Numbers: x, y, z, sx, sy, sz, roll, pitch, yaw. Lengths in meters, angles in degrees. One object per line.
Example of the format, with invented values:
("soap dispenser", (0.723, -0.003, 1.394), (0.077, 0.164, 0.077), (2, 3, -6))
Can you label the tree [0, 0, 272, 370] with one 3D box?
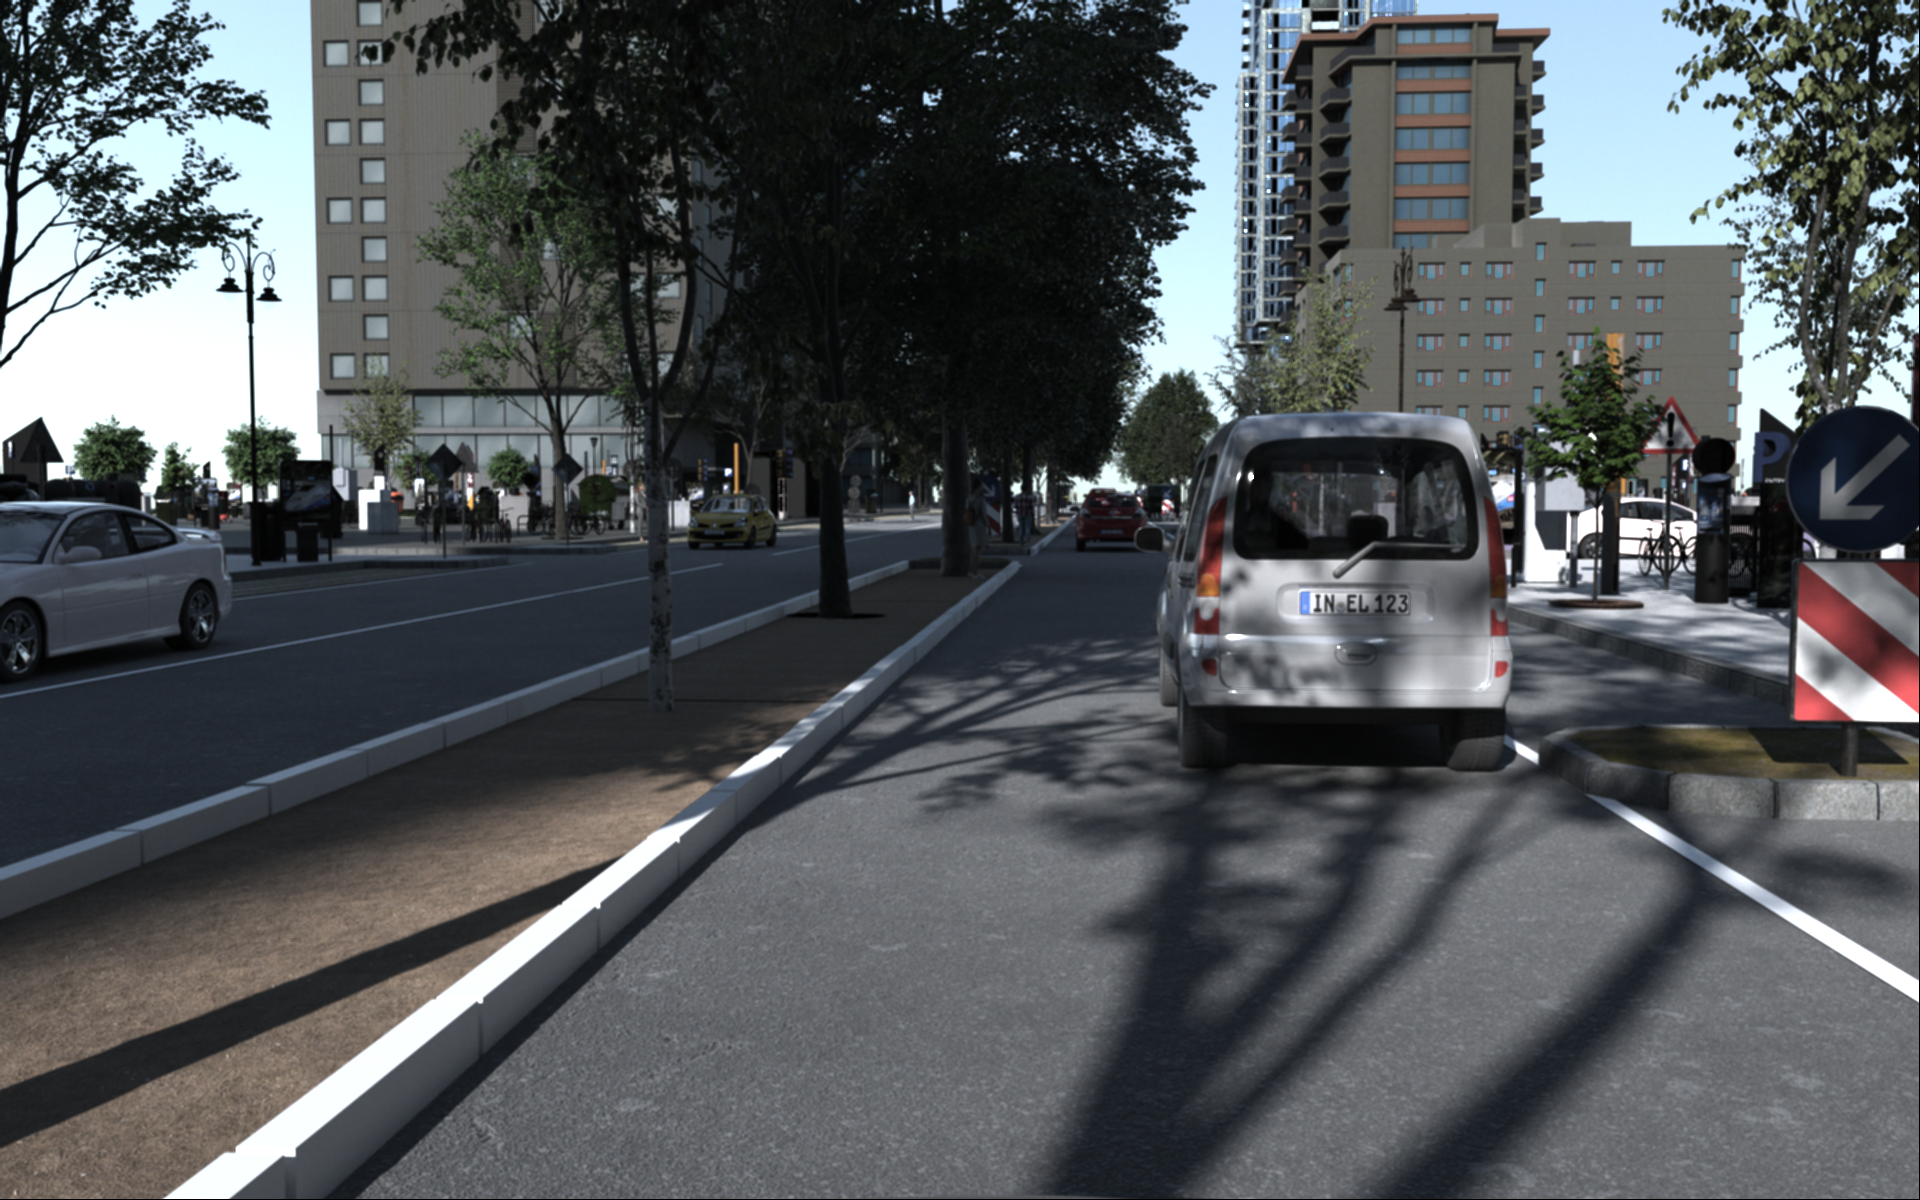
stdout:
("tree", (-13.405, -5.970, 23.366), (9.928, 11.665, 9.643), (0, 3, 0))

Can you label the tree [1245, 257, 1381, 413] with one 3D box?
("tree", (11.294, -6.361, 54.370), (4.737, 8.622, 4.395), (0, 3, 0))

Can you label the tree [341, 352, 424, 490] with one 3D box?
("tree", (-29.306, -8.454, 88.582), (4.737, 8.622, 4.395), (0, 3, 0))

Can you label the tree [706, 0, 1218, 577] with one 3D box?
("tree", (-0.013, -7.371, 29.621), (9.857, 13.997, 8.962), (0, 3, 0))

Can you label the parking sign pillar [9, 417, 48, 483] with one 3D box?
("parking sign pillar", (-32.564, -4.396, 60.351), (1.447, 3.967, 1.447), (-1, 4, -8))

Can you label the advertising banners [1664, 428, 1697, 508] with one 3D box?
("advertising banners", (18.824, -3.000, 45.232), (0.090, 3.025, 2.074), (3, 5, 43))

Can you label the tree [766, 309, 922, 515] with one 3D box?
("tree", (-7.412, -12.054, 107.446), (12.009, 13.543, 11.850), (0, 3, 0))

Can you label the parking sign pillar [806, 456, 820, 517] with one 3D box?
("parking sign pillar", (-8.224, -6.757, 98.944), (1.447, 3.967, 1.447), (0, 4, -3))

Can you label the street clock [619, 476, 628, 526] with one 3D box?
("street clock", (-13.245, -3.862, 67.721), (0.471, 2.002, 0.358), (-2, 4, -25))

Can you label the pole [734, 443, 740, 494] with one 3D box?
("pole", (-8.951, -4.629, 69.531), (0.158, 3.312, 0.155), (0, 3, 0))

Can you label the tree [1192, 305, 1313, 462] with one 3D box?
("tree", (11.761, -7.215, 68.325), (4.360, 8.622, 3.978), (0, 3, 0))

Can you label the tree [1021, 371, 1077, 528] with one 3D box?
("tree", (3.343, -7.363, 73.209), (4.360, 8.622, 3.978), (0, 3, 0))

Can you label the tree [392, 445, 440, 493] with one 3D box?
("tree", (-36.379, -8.111, 116.327), (4.285, 4.588, 4.351), (0, 3, 0))

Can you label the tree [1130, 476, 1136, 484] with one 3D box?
("tree", (20.964, -14.497, 187.392), (4.360, 8.622, 3.978), (0, 3, 0))

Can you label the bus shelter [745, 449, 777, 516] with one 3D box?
("bus shelter", (-10.061, -6.225, 93.056), (1.731, 3.624, 6.357), (0, 4, 5))

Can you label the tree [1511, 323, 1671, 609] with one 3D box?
("tree", (7.130, -1.537, 19.736), (1.663, 3.219, 1.824), (0, 3, 0))

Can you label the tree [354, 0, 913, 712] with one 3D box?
("tree", (-1.971, -3.552, 10.900), (4.360, 8.622, 3.978), (0, 3, 0))

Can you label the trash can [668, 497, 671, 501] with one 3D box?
("trash can", (-12.655, -3.861, 74.774), (0.748, 1.137, 0.748), (0, 3, 0))

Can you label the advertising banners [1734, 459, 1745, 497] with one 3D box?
("advertising banners", (38.252, -5.434, 85.041), (0.090, 3.025, 2.074), (3, 4, 36))

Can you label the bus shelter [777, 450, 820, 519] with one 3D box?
("bus shelter", (-8.244, -6.228, 93.108), (1.731, 3.624, 6.357), (0, 4, 5))

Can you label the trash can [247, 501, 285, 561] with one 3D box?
("trash can", (-13.267, -1.317, 33.192), (0.748, 1.137, 0.748), (0, 3, 0))

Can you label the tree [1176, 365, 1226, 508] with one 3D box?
("tree", (19.475, -14.512, 154.286), (9.611, 12.733, 9.660), (0, 3, 0))

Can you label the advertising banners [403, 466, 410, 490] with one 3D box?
("advertising banners", (-33.969, -6.901, 109.024), (2.074, 3.025, 0.090), (-2, 4, -32))

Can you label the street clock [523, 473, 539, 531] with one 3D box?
("street clock", (-14.788, -3.374, 59.743), (0.471, 2.002, 0.358), (1, 4, 15))

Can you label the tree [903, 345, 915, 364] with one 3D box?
("tree", (0.369, -19.629, 176.823), (12.611, 20.169, 13.585), (0, 3, 0))

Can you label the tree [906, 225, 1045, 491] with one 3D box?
("tree", (0.593, -5.520, 43.074), (4.737, 8.622, 4.395), (0, 3, 0))

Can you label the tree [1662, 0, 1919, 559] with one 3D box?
("tree", (7.531, -3.912, 14.325), (4.737, 8.622, 4.395), (0, 3, 0))

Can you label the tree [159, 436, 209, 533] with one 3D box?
("tree", (-26.249, -3.866, 57.815), (1.663, 3.219, 1.824), (0, 3, 0))

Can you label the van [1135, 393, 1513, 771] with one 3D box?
("van", (2.070, -0.205, 10.366), (2.013, 2.044, 4.112), (0, 4, 4))

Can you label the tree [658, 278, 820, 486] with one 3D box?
("tree", (-9.356, -8.637, 75.628), (8.767, 10.594, 7.601), (0, 4, -4))

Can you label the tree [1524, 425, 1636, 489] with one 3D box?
("tree", (24.475, -5.285, 70.122), (4.285, 4.588, 4.351), (0, 3, 0))

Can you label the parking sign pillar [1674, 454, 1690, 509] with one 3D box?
("parking sign pillar", (45.822, -7.442, 110.151), (1.447, 3.967, 1.447), (-1, 4, -20))

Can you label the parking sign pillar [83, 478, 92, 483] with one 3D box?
("parking sign pillar", (-36.917, -5.222, 73.857), (1.447, 3.967, 1.447), (0, 4, -4))

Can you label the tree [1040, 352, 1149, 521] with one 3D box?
("tree", (4.888, -11.014, 92.901), (12.009, 13.543, 11.850), (0, 3, 0))

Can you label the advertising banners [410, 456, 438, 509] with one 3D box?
("advertising banners", (-24.816, -5.155, 80.471), (0.090, 3.025, 2.074), (1, 4, 12))

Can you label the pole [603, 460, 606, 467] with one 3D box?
("pole", (-21.210, -6.696, 103.315), (0.158, 3.312, 0.155), (0, 3, 0))

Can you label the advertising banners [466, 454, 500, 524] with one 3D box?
("advertising banners", (-20.801, -4.847, 75.440), (2.074, 3.025, 0.090), (2, 4, 31))

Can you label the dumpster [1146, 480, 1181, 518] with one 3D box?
("dumpster", (11.720, -5.790, 99.621), (1.985, 2.255, 1.502), (0, 4, 4))

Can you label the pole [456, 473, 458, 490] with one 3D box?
("pole", (-32.769, -7.279, 112.860), (0.158, 3.312, 0.155), (0, 3, 0))

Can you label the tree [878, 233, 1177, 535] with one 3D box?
("tree", (2.355, -8.604, 60.132), (9.611, 12.733, 9.660), (0, 3, 0))

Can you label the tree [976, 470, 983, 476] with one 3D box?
("tree", (2.012, -14.300, 217.518), (4.285, 4.588, 4.351), (0, 3, 0))

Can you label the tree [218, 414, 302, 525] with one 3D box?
("tree", (-28.792, -5.356, 71.285), (4.285, 4.588, 4.351), (0, 3, 0))

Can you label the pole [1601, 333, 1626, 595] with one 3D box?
("pole", (8.326, -1.728, 22.095), (0.158, 3.312, 0.155), (0, 3, 0))

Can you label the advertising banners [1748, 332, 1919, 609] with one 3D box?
("advertising banners", (9.849, -1.398, 19.047), (2.074, 3.025, 0.090), (2, 4, 25))

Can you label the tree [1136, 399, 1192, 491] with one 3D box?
("tree", (16.583, -11.207, 133.589), (4.360, 8.622, 3.978), (0, 3, 0))

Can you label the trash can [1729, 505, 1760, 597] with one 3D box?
("trash can", (9.679, -0.616, 21.720), (0.748, 1.137, 0.748), (0, 3, 0))

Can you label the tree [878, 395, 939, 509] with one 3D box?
("tree", (-3.296, -13.090, 148.431), (8.767, 10.594, 7.601), (1, 4, 16))

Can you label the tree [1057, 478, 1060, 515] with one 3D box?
("tree", (6.327, -10.782, 113.158), (8.767, 10.594, 7.601), (0, 4, 5))

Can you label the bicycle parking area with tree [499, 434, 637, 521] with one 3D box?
("bicycle parking area with tree", (-18.844, -6.016, 85.359), (9.016, 4.147, 8.231), (1, 4, 23))

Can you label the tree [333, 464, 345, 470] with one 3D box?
("tree", (-36.863, -6.571, 102.043), (1.663, 3.219, 1.824), (0, 3, 0))

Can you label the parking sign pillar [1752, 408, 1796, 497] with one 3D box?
("parking sign pillar", (25.371, -4.002, 53.910), (1.447, 3.967, 1.447), (-2, 4, -28))

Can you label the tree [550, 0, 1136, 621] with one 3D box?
("tree", (-1.547, -5.602, 19.811), (9.928, 11.665, 9.643), (0, 3, 0))

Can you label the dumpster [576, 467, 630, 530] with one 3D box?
("dumpster", (-12.795, -3.644, 62.069), (1.502, 2.255, 1.985), (0, 4, 5))

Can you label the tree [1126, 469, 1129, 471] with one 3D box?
("tree", (27.837, -19.586, 270.599), (4.360, 8.622, 3.978), (0, 3, 0))

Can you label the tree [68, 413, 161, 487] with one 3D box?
("tree", (-34.447, -5.311, 70.554), (4.285, 4.588, 4.351), (0, 3, 0))

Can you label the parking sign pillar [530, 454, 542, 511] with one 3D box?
("parking sign pillar", (-28.579, -7.844, 116.729), (1.447, 3.967, 1.447), (-2, 4, -27))

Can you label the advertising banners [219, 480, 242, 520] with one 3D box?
("advertising banners", (-35.536, -5.335, 83.415), (2.074, 3.025, 0.090), (-1, 4, -9))

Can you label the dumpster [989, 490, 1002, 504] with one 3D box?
("dumpster", (4.115, -12.156, 206.971), (1.865, 1.857, 1.264), (0, 4, 6))

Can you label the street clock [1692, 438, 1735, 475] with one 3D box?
("street clock", (9.759, -1.095, 22.480), (0.471, 2.002, 0.358), (0, 4, 0))
